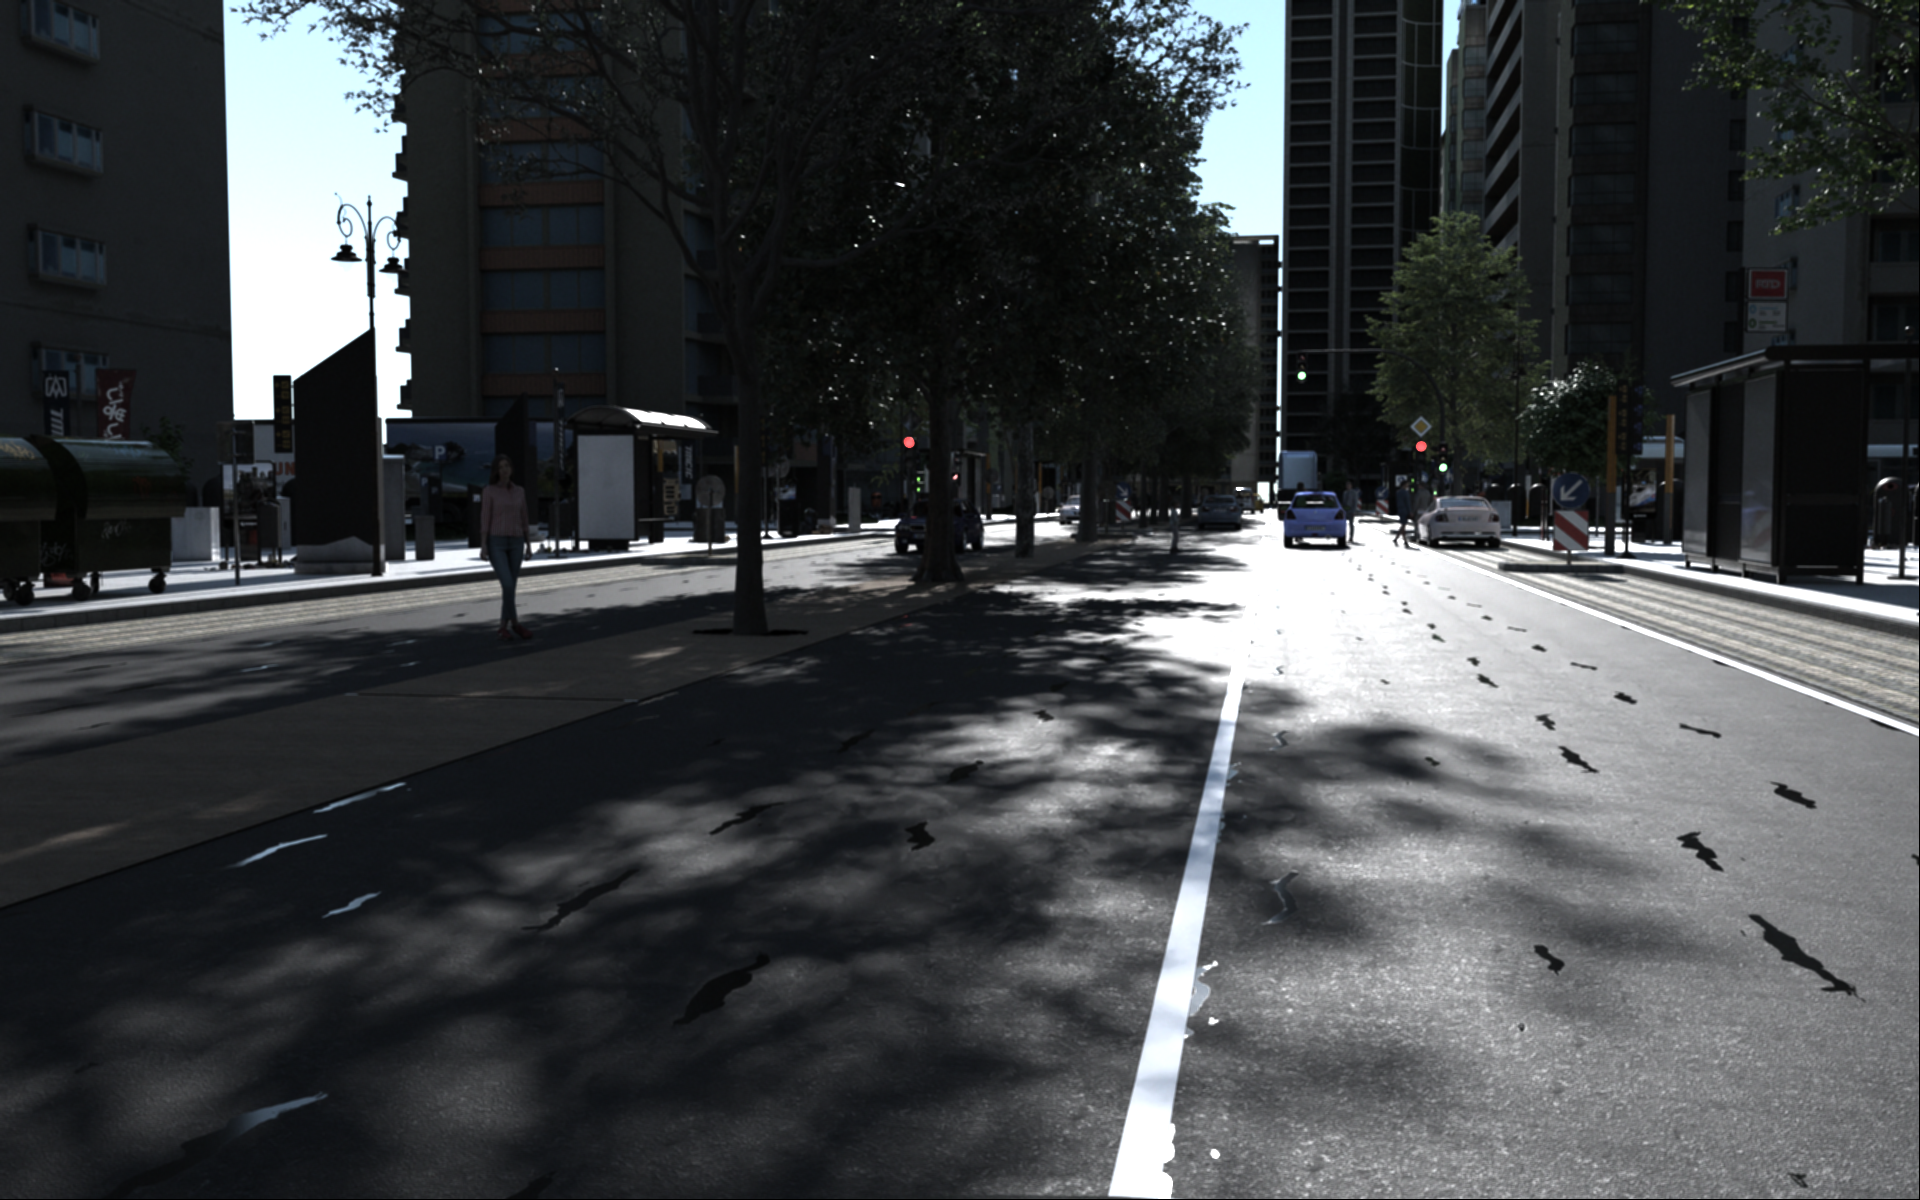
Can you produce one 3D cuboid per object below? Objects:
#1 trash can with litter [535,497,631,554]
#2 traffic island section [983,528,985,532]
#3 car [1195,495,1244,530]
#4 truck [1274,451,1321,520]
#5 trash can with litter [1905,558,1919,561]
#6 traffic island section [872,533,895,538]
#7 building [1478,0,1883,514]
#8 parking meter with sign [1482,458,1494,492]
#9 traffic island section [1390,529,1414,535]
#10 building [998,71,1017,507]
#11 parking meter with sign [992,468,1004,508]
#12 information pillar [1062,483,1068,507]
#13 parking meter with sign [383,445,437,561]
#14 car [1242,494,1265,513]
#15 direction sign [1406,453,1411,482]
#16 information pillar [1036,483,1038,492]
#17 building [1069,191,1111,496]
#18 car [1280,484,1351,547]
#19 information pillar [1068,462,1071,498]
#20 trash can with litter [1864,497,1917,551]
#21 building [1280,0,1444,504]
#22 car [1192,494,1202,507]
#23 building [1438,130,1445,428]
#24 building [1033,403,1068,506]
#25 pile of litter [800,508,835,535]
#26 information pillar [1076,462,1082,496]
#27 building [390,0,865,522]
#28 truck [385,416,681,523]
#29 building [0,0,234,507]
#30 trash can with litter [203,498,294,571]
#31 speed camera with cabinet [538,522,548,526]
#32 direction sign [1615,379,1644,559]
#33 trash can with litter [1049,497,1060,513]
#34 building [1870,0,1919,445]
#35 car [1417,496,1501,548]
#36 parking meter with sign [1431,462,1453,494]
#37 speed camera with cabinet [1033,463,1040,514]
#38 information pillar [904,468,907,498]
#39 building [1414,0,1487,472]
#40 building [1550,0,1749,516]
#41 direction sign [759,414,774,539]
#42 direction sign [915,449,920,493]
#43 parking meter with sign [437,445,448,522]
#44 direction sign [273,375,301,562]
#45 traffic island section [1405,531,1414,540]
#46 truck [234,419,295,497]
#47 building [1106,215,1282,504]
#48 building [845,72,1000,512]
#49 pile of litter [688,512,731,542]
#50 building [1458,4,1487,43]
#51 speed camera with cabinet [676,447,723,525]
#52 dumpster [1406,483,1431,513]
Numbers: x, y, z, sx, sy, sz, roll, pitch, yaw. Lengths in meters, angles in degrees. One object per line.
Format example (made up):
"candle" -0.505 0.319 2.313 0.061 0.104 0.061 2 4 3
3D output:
"trash can with litter" -8.328 -1.637 37.818 2.233 1.210 1.678 -1 4 -11
"traffic island section" -0.214 -2.624 65.179 2.009 0.180 2.903 1 4 10
"car" 10.664 -3.615 71.111 2.014 1.417 4.499 1 4 9
"truck" 20.130 -6.920 102.895 2.967 4.110 18.799 1 4 10
"trash can with litter" 19.280 -1.360 33.288 2.233 1.210 1.678 1 4 16
"traffic island section" -1.636 -2.143 57.321 2.009 0.180 2.903 1 4 10
"building" 48.845 -30.414 120.977 21.300 48.544 21.600 1 4 10
"parking meter with sign" 25.836 -5.422 84.905 0.543 3.016 1.738 1 4 14
"traffic island section" 16.506 -2.439 62.159 2.009 0.180 2.903 1 4 10
"building" -5.466 -51.598 156.291 22.319 86.520 31.000 1 4 10
"parking meter with sign" 2.467 -7.323 115.988 0.543 3.016 1.738 -2 4 -25
"information pillar" 7.044 -6.835 116.243 0.304 2.012 0.304 -1 4 -21
"parking meter with sign" -11.092 -2.278 33.499 1.738 3.016 0.543 -1 4 -15
"car" 21.978 -7.347 130.348 2.015 1.641 3.980 1 4 9
"direction sign" 24.739 -6.337 95.599 0.379 3.537 0.876 2 4 26
"information pillar" 4.908 -6.694 113.945 0.304 2.012 0.304 -3 4 -39
"building" 9.585 -37.833 242.276 21.600 48.544 21.300 1 4 10
"car" 9.874 -2.357 48.131 1.945 1.707 3.694 1 4 12
"information pillar" 7.890 -8.176 125.027 0.183 3.616 0.504 1 4 18
"trash can with litter" 21.301 -1.785 40.244 1.678 1.210 2.233 3 4 37
"building" 53.951 -48.639 233.507 20.611 71.187 20.563 1 4 10
"car" 24.359 -10.318 178.483 2.009 1.686 4.222 1 4 9
"building" 78.896 -39.418 233.718 27.495 52.752 28.713 1 4 10
"building" -1.079 -37.073 195.375 27.495 52.752 28.713 1 4 10
"pile of litter" -4.479 -2.495 54.761 1.176 0.858 1.719 2 4 35
"information pillar" 8.589 -8.144 124.510 0.504 3.616 0.183 3 4 37
"building" -17.637 -26.830 93.296 22.147 44.769 28.867 1 4 10
"truck" -15.339 -4.575 63.722 11.283 4.237 2.839 1 4 11
"building" -34.565 -25.672 43.441 21.600 48.544 21.300 1 4 10
"trash can with litter" -12.307 -1.155 29.934 1.678 1.210 2.233 1 4 20
"speed camera with cabinet" -15.692 -4.547 68.675 2.038 3.252 0.660 1 4 13
"direction sign" 13.268 -2.592 34.375 0.876 3.537 0.379 -3 4 -36
"trash can with litter" 6.314 -6.325 114.808 1.055 1.170 0.624 -2 4 -24
"building" 46.222 -27.557 74.262 21.600 48.544 21.300 1 4 10
"car" 13.630 -2.144 47.410 2.083 1.381 4.827 1 4 9
"parking meter with sign" 25.793 -5.945 93.464 1.738 3.016 0.543 0 4 3
"speed camera with cabinet" 4.616 -7.085 110.173 0.660 3.252 2.038 1 4 12
"information pillar" -3.261 -6.845 103.272 0.183 3.616 0.504 0 4 7
"building" 61.098 -53.177 182.118 22.319 86.520 31.000 1 4 10
"building" 39.386 -19.721 94.140 14.160 30.474 14.107 1 4 10
"direction sign" -5.521 -3.514 49.455 0.379 3.537 0.876 1 4 20
"direction sign" -2.191 -5.875 88.053 0.379 3.537 0.876 -1 4 -22
"parking meter with sign" -18.562 -3.932 60.545 0.543 3.016 1.738 1 4 13
"direction sign" -12.600 -2.506 32.969 0.876 3.537 0.379 0 4 1
"traffic island section" 15.084 -1.958 54.301 2.009 0.180 2.903 1 4 10
"truck" -29.314 -4.755 66.655 11.283 4.237 2.839 1 4 11
"building" 33.149 -33.814 244.733 23.993 40.220 32.217 1 4 10
"building" -5.092 -27.025 125.449 14.154 41.232 14.086 1 4 10
"pile of litter" -6.748 -1.994 46.568 1.176 0.858 1.719 0 4 -4
"building" 49.316 -28.396 147.865 14.154 41.232 14.086 1 4 10
"speed camera with cabinet" -10.975 -4.772 72.362 2.038 3.252 0.660 1 4 12
"dumpster" 23.209 -5.007 87.628 1.264 1.857 1.865 1 4 10
